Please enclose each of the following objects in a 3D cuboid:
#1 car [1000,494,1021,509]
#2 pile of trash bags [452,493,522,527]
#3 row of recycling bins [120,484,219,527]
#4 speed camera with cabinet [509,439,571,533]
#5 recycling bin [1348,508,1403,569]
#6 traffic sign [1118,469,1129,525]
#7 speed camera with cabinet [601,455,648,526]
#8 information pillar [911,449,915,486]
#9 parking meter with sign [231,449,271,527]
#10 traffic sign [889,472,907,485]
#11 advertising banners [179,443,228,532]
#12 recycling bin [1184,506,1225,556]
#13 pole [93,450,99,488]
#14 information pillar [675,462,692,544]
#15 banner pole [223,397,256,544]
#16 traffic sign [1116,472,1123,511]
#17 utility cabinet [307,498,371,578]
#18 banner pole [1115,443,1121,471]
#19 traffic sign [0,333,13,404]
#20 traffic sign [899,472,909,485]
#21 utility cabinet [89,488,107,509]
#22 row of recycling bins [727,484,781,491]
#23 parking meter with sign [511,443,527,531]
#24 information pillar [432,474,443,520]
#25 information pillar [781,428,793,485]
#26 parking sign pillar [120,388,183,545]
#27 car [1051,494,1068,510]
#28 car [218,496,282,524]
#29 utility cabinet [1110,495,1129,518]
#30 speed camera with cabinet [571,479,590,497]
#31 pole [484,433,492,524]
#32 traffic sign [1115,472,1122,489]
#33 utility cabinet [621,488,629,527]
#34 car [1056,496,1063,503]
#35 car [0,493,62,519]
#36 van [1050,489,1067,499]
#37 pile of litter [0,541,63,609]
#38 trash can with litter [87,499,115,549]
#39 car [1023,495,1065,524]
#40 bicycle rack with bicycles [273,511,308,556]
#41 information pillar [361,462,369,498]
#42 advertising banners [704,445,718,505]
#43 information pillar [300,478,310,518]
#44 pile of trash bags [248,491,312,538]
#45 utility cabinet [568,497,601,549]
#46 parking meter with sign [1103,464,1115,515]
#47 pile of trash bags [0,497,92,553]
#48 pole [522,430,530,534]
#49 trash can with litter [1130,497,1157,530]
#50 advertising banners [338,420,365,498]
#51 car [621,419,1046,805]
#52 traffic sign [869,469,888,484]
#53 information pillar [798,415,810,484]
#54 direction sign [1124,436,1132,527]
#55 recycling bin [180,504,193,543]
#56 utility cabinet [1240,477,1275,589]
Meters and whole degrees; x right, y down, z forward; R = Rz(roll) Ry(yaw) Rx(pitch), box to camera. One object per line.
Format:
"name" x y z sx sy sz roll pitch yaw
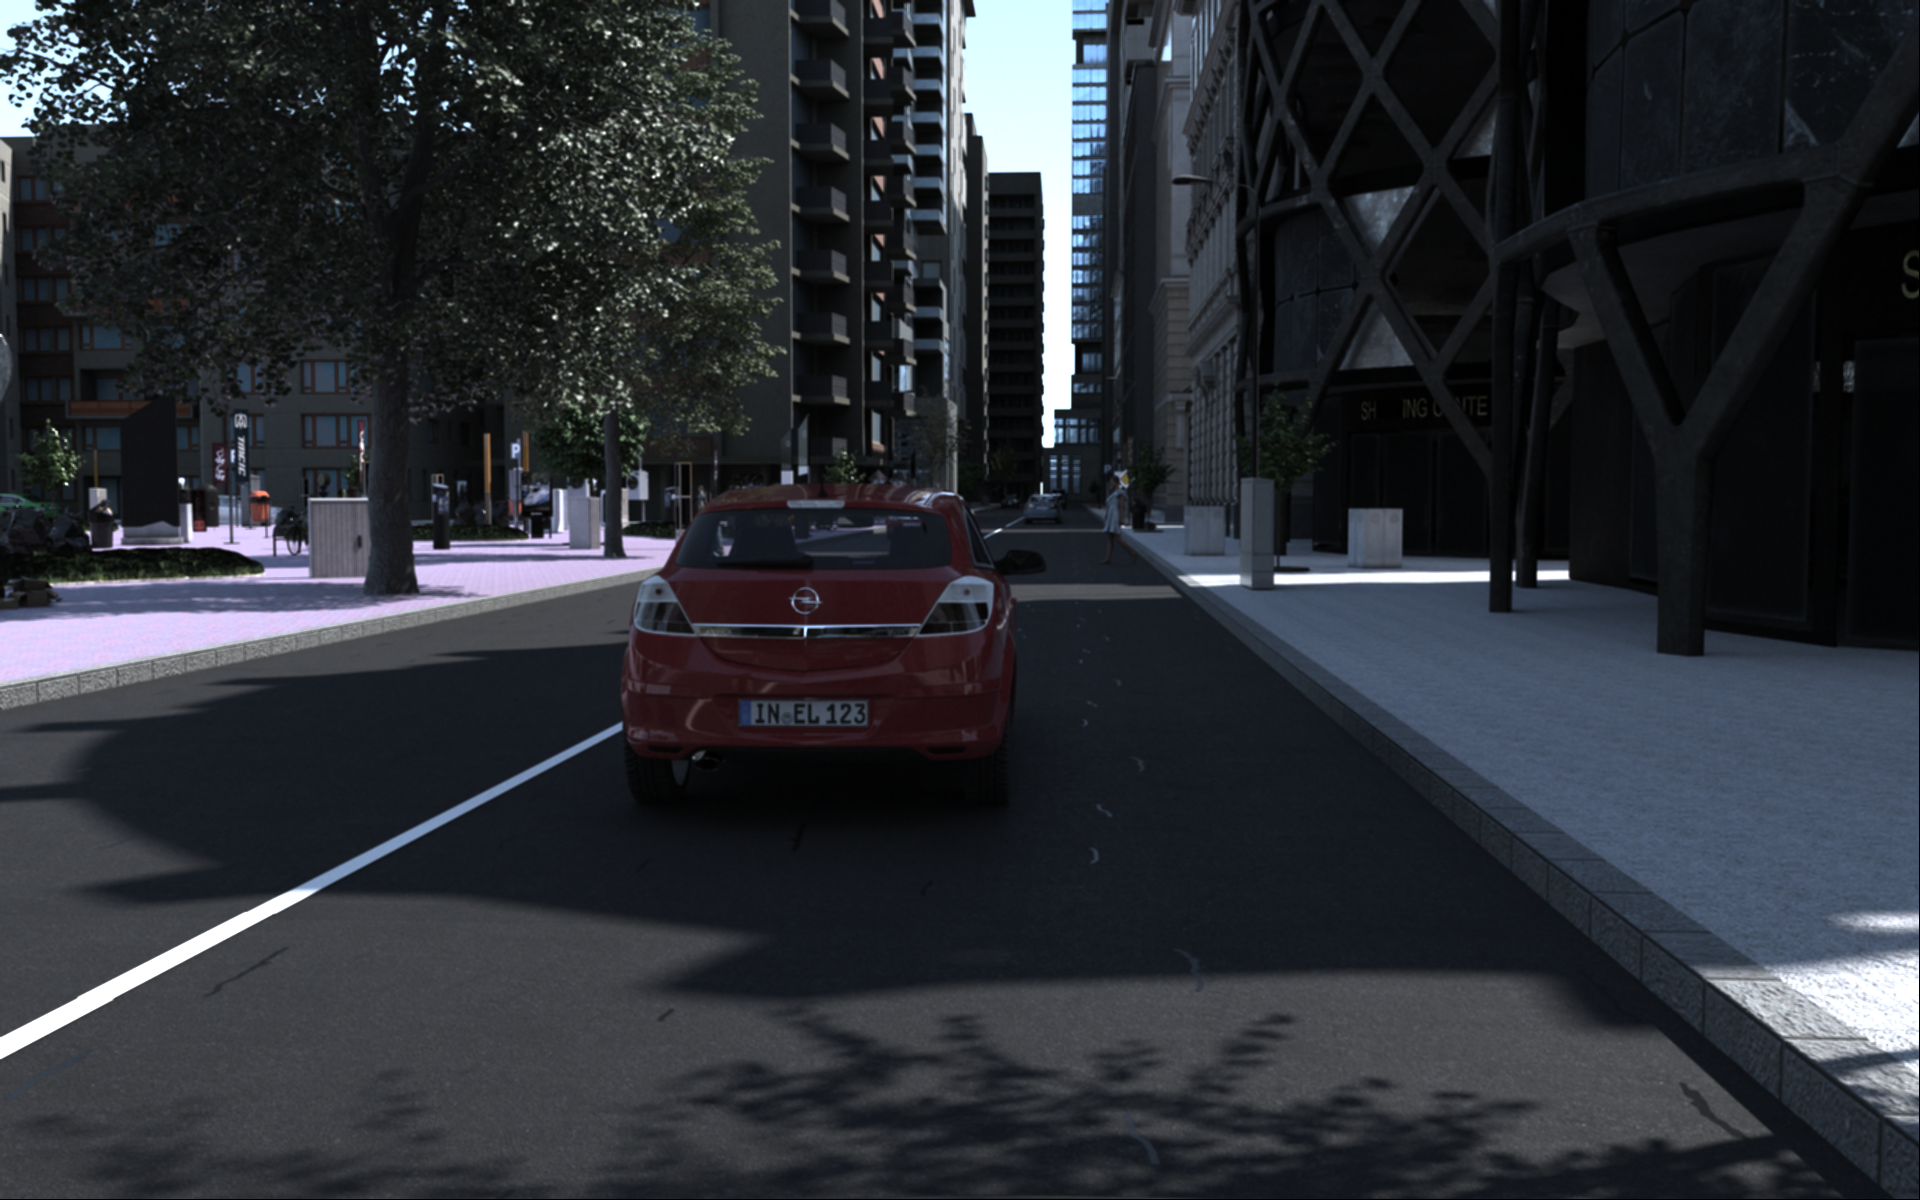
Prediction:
"car" 4.868 -9.643 167.447 2.009 1.686 4.222 0 4 3
"pile of trash bags" -18.243 -3.538 67.598 3.447 1.369 1.912 3 4 37
"row of recycling bins" -30.899 -3.708 67.736 3.534 1.692 1.069 -1 4 -19
"speed camera with cabinet" -15.122 -4.151 62.197 2.038 3.252 0.660 -1 4 -13
"recycling bin" 7.213 -1.073 30.099 0.722 1.027 0.722 -1 4 -11
"traffic sign" 6.629 -4.011 69.222 0.795 2.450 0.064 0 4 4
"speed camera with cabinet" -13.367 -4.562 68.927 2.038 3.252 0.660 2 4 31
"information pillar" -2.459 -6.107 91.200 0.183 3.616 0.504 -1 4 -22
"parking meter with sign" -27.789 -4.382 67.900 0.543 3.016 1.738 1 4 18
"traffic sign" -2.794 -4.538 77.833 0.795 2.450 0.064 0 4 4
"advertising banners" -25.952 -3.836 58.901 2.074 3.025 0.090 -2 4 -23
"recycling bin" 5.115 -1.451 36.280 0.722 1.027 0.722 0 4 -5
"pole" -39.645 -5.240 79.515 0.158 3.312 0.155 0 3 0
"information pillar" -6.458 -2.199 40.448 0.304 2.012 0.304 -2 4 -30
"banner pole" -18.688 -3.349 44.780 0.401 3.779 0.863 2 4 26
"traffic sign" 7.129 -4.498 77.192 0.795 2.450 0.064 0 4 4
"utility cabinet" -9.464 -0.947 26.646 1.020 1.237 0.306 -2 4 -32
"banner pole" 7.697 -5.783 84.571 0.401 3.779 0.863 -1 4 -20
"traffic sign" -7.018 -0.738 12.177 0.768 2.556 0.104 0 4 7
"traffic sign" -2.680 -4.863 81.634 0.606 2.300 0.079 1 4 10
"utility cabinet" -32.524 -3.469 65.404 0.318 1.500 1.173 -1 4 -11
"row of recycling bins" -7.516 -3.695 67.529 3.534 1.692 1.069 -3 5 -45
"parking meter with sign" -14.582 -3.874 59.606 0.543 3.016 1.738 2 4 35
"information pillar" -19.520 -3.686 64.752 0.304 2.012 0.304 2 4 30
"information pillar" -6.134 -4.294 61.568 0.504 3.616 0.183 2 4 33
"parking sign pillar" -20.493 -3.385 43.821 1.447 3.967 1.447 -1 4 -21
"car" 8.946 -9.188 160.010 2.009 1.686 4.222 0 4 3
"car" -31.280 -3.821 74.836 4.827 1.381 2.083 0 4 4
"utility cabinet" 8.631 -5.034 93.475 1.020 1.237 0.306 -1 4 -16
"speed camera with cabinet" -24.862 -7.307 113.798 2.038 3.252 0.660 1 4 22
"pole" -15.919 -3.946 58.365 0.158 3.312 0.155 0 3 0
"traffic sign" 7.271 -4.656 78.251 0.606 2.300 0.079 0 4 4
"utility cabinet" -12.378 -3.319 62.943 0.318 1.500 1.173 1 4 9
"car" 5.820 -6.325 115.780 2.083 1.381 4.827 0 4 4
"car" -42.755 -4.199 77.448 4.718 1.807 1.959 0 4 3
"van" 12.370 -13.039 217.566 2.240 2.365 5.245 0 4 3
"pile of litter" -10.937 -0.365 19.932 1.176 0.858 1.719 1 4 11
"trash can with litter" -20.518 -1.801 40.838 1.055 1.170 0.624 -1 4 -17
"car" 4.054 -4.401 83.961 2.014 1.417 4.499 0 4 5
"bicycle rack with bicycles" -13.221 -1.434 36.833 2.852 0.926 2.925 0 4 -4
"information pillar" -13.363 -2.125 39.234 0.304 2.012 0.304 -2 4 -28
"advertising banners" -8.930 -4.034 62.138 0.090 3.025 2.074 -1 4 -21
"information pillar" -30.228 -4.616 79.958 0.304 2.012 0.304 -3 5 -41
"pile of trash bags" -19.846 -2.581 51.953 1.912 1.369 3.447 2 4 27
"utility cabinet" -8.785 -1.798 40.552 0.306 1.237 1.020 -3 5 -40
"parking meter with sign" 8.758 -6.389 100.724 0.543 3.016 1.738 0 4 -8
"pile of trash bags" -16.990 -1.258 30.316 1.912 1.369 3.447 1 4 14
"pole" -13.855 -3.757 55.273 0.158 3.312 0.155 0 3 0
"trash can with litter" 6.630 -3.111 62.258 0.624 1.170 1.055 -3 5 -45
"advertising banners" -14.115 -2.697 40.285 0.090 3.025 2.074 0 4 -2
"car" -0.598 -0.028 9.492 2.155 1.783 4.494 0 4 2
"traffic sign" -3.294 -4.050 69.864 0.795 2.450 0.064 0 4 4
"information pillar" -4.625 -3.679 51.505 0.183 3.616 0.504 -3 5 -41
"direction sign" 6.647 -4.644 67.933 0.379 3.537 0.876 1 4 15
"recycling bin" -20.641 -2.021 45.596 0.722 1.027 0.722 -1 4 -16
"utility cabinet" 4.062 -0.914 23.626 0.318 1.500 1.173 0 4 2
